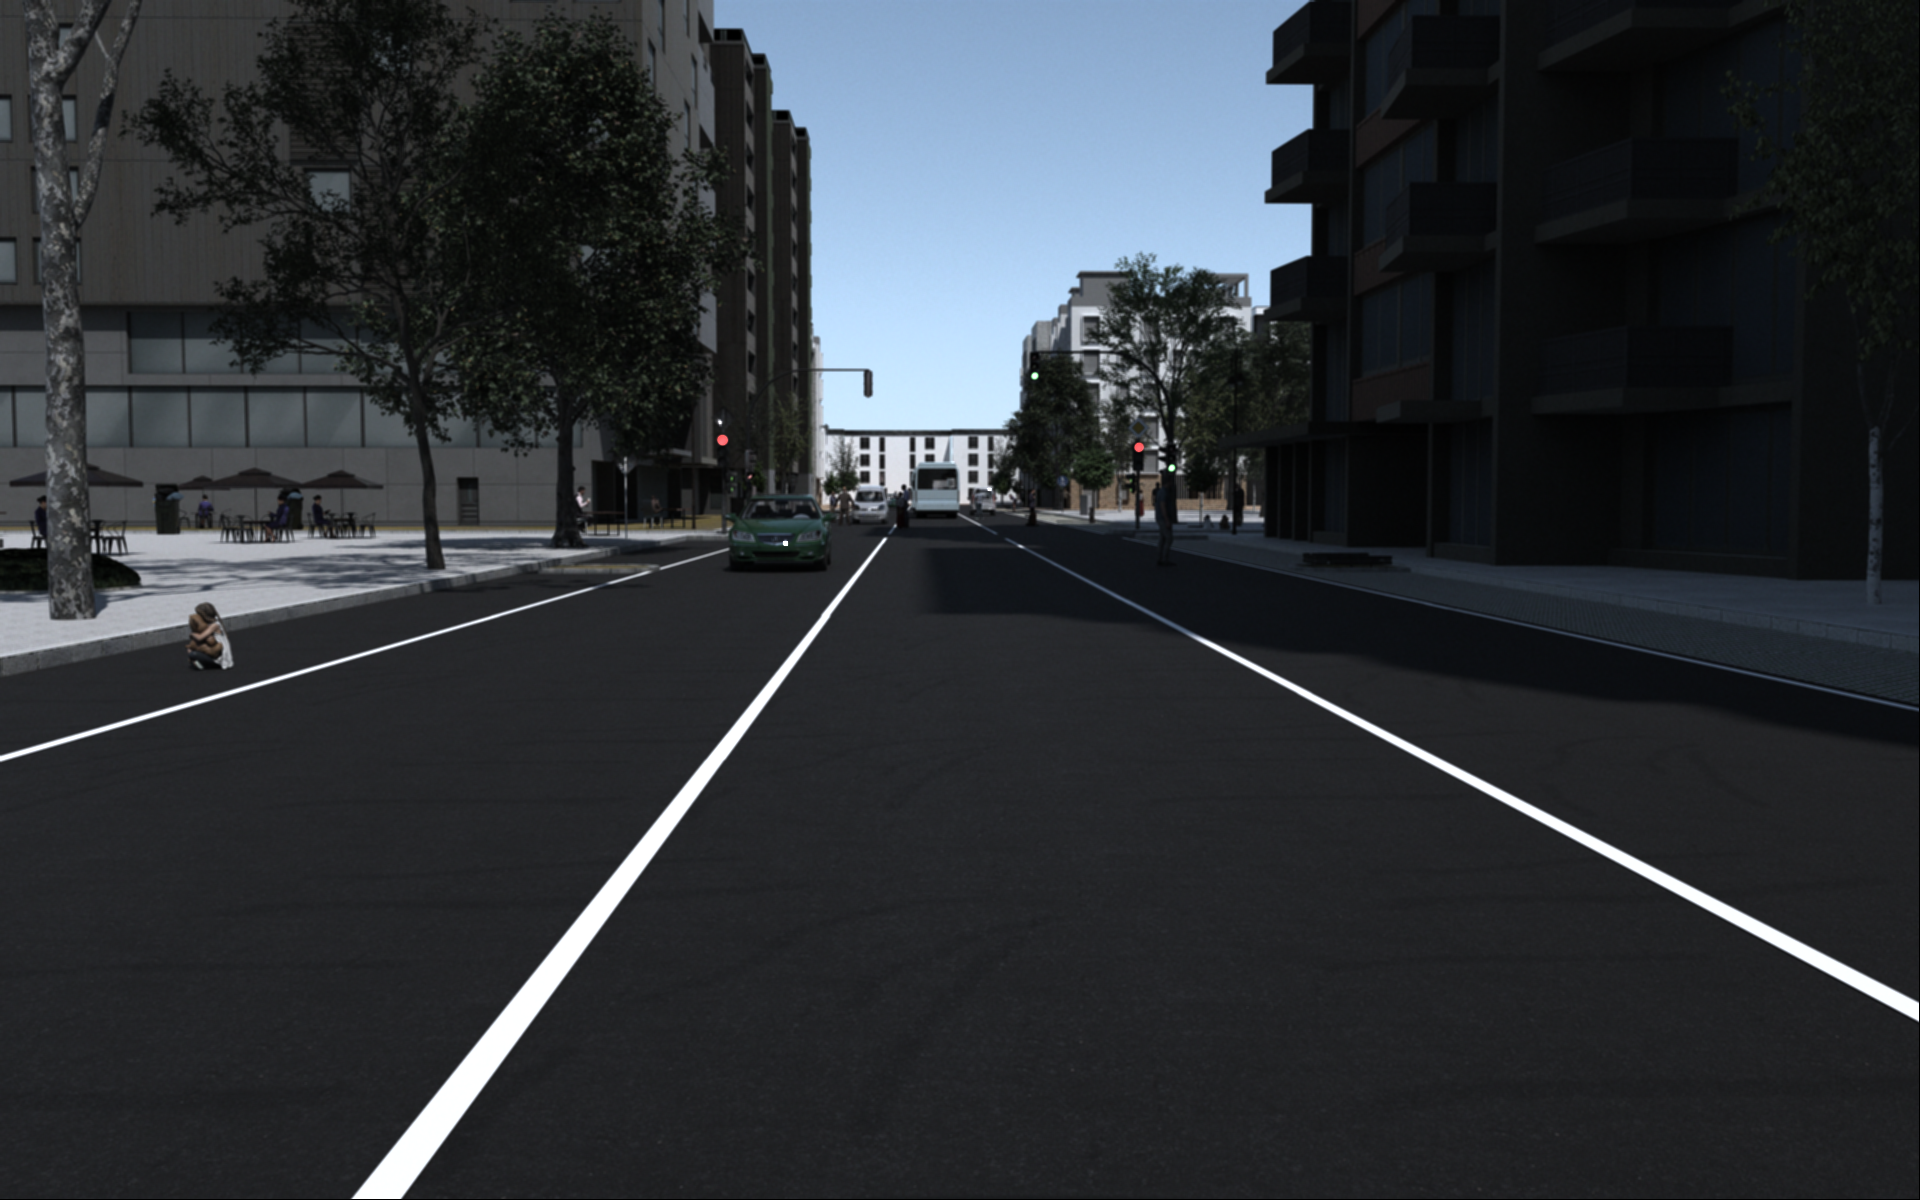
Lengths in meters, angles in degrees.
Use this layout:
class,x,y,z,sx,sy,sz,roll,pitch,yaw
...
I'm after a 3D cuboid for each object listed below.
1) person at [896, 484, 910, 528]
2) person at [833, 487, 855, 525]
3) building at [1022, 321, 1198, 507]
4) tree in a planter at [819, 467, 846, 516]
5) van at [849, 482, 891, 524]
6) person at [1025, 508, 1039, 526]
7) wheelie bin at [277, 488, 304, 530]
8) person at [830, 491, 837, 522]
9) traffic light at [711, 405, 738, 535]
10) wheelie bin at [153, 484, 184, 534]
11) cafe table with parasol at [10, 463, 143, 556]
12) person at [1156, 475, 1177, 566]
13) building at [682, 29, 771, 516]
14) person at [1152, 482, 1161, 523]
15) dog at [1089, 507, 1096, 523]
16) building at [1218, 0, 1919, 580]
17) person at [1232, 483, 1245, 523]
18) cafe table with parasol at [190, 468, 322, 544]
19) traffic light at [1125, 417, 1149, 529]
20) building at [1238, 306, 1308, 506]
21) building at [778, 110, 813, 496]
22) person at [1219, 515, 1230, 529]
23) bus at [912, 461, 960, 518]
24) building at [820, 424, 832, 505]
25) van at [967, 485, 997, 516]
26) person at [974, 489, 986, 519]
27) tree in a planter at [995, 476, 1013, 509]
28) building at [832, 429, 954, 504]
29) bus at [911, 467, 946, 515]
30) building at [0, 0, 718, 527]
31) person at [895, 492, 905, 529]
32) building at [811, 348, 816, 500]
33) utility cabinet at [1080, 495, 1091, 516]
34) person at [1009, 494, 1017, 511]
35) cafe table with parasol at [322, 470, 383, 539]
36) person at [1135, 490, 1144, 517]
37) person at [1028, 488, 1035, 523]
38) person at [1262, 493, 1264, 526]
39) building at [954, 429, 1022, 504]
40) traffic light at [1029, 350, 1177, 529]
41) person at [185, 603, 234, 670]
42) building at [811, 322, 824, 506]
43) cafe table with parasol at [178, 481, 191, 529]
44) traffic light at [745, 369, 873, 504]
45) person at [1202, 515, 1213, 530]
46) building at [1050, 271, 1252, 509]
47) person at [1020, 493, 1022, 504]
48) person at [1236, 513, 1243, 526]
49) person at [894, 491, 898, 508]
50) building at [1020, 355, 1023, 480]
class,x,y,z,sx,sy,sz,roll,pitch,yaw
person,-2.458,-3.999,73.746,0.599,1.838,0.709,0,4,7
person,-5.288,-4.287,79.146,0.990,1.755,0.434,0,4,8
building,16.007,-19.519,185.596,16.747,18.905,31.486,0,4,-1
tree in a planter,-8.588,-7.251,115.772,1.991,3.239,1.994,0,4,-1
van,-4.321,-4.682,83.567,2.013,2.044,4.112,0,4,-1
person,3.157,-3.709,77.426,0.655,0.850,0.859,2,4,35
wheelie bin,-23.943,-3.307,61.982,0.980,1.594,0.693,1,4,16
person,-6.424,-4.723,87.786,0.319,1.574,0.516,2,4,28
traffic light,-7.460,-4.033,54.852,0.839,4.253,0.868,0,4,-1
wheelie bin,-25.223,-2.890,55.160,0.980,1.594,0.693,-1,4,-11
cafe table with parasol,-18.136,-1.883,35.655,2.610,1.966,2.610,-3,4,-39
person,4.151,-1.602,34.823,0.434,1.807,0.598,1,4,10
building,-19.259,-20.594,108.416,14.160,30.474,14.107,0,4,-1
person,8.798,-4.312,76.673,0.598,1.807,0.434,1,4,19
dog,6.529,-4.129,84.349,0.800,0.831,0.513,-3,4,-38
building,18.994,-23.455,38.117,22.147,44.769,28.867,0,4,-1
person,11.818,-4.092,73.636,0.600,1.739,0.565,-3,5,-45
cafe table with parasol,-18.422,-2.473,45.306,2.610,1.966,2.610,-2,4,-32
traffic light,6.472,-4.542,63.177,0.839,4.253,0.868,0,4,-1
building,48.169,-21.738,199.386,32.646,21.610,27.936,0,4,-1
building,-18.626,-21.945,130.503,14.160,30.474,14.107,0,4,-1
person,9.533,-2.812,62.489,0.381,0.543,0.357,-1,4,-13
bus,-1.467,-6.799,106.022,2.948,3.499,13.247,0,4,-1
building,-30.023,-16.250,207.841,28.070,9.664,9.099,0,4,-1
van,1.512,-6.706,116.655,2.013,2.044,4.112,0,4,-1
person,1.079,-5.466,98.584,0.841,1.734,0.376,-2,4,-34
tree in a planter,4.145,-10.279,165.284,1.991,3.239,1.994,0,4,-1
building,-15.212,-17.511,228.445,28.070,9.664,9.099,0,4,-1
bus,-1.961,-7.859,123.354,2.948,3.499,13.247,0,4,0
building,-25.920,-29.944,78.827,28.713,52.752,27.495,0,4,-1
person,-2.466,-3.727,71.904,0.387,1.526,0.523,-2,4,-25
building,-22.113,-17.565,153.649,16.747,18.905,31.486,0,4,-1
utility cabinet,7.560,-5.685,104.107,0.306,1.237,1.020,-1,4,-22
person,4.464,-8.220,146.136,0.697,1.427,0.421,-2,4,-28
cafe table with parasol,-17.779,-2.750,49.822,2.610,1.966,2.610,-3,4,-38
person,10.050,-5.404,96.860,0.523,1.526,0.387,-1,4,-10
person,3.500,-4.581,84.325,0.530,1.710,0.541,2,4,28
person,12.200,-3.820,68.372,0.709,1.838,0.599,3,5,39
building,12.850,-17.550,229.086,28.070,9.664,9.099,0,4,-1
traffic light,4.568,-4.914,55.004,4.771,5.953,1.251,0,4,-1
person,-6.171,0.291,14.221,0.357,0.543,0.381,-2,4,-30
building,-22.788,-20.243,187.396,16.016,20.091,11.380,0,4,-1
cafe table with parasol,-28.175,-3.647,64.496,2.610,1.966,2.610,2,4,35
traffic light,-5.556,-5.398,62.919,4.771,5.953,1.251,0,4,-1
person,8.914,-2.802,62.339,0.381,0.543,0.357,0,4,-2
building,16.621,-18.124,152.749,16.016,20.091,11.380,0,4,-1
person,7.824,-12.793,218.107,0.568,1.767,0.683,-2,4,-29
person,11.055,-3.202,68.878,0.357,0.543,0.381,-1,4,-17
person,-6.728,-10.497,180.799,0.551,1.740,0.621,-1,4,-10
building,15.302,-21.439,206.941,16.016,20.091,11.380,0,4,-1
